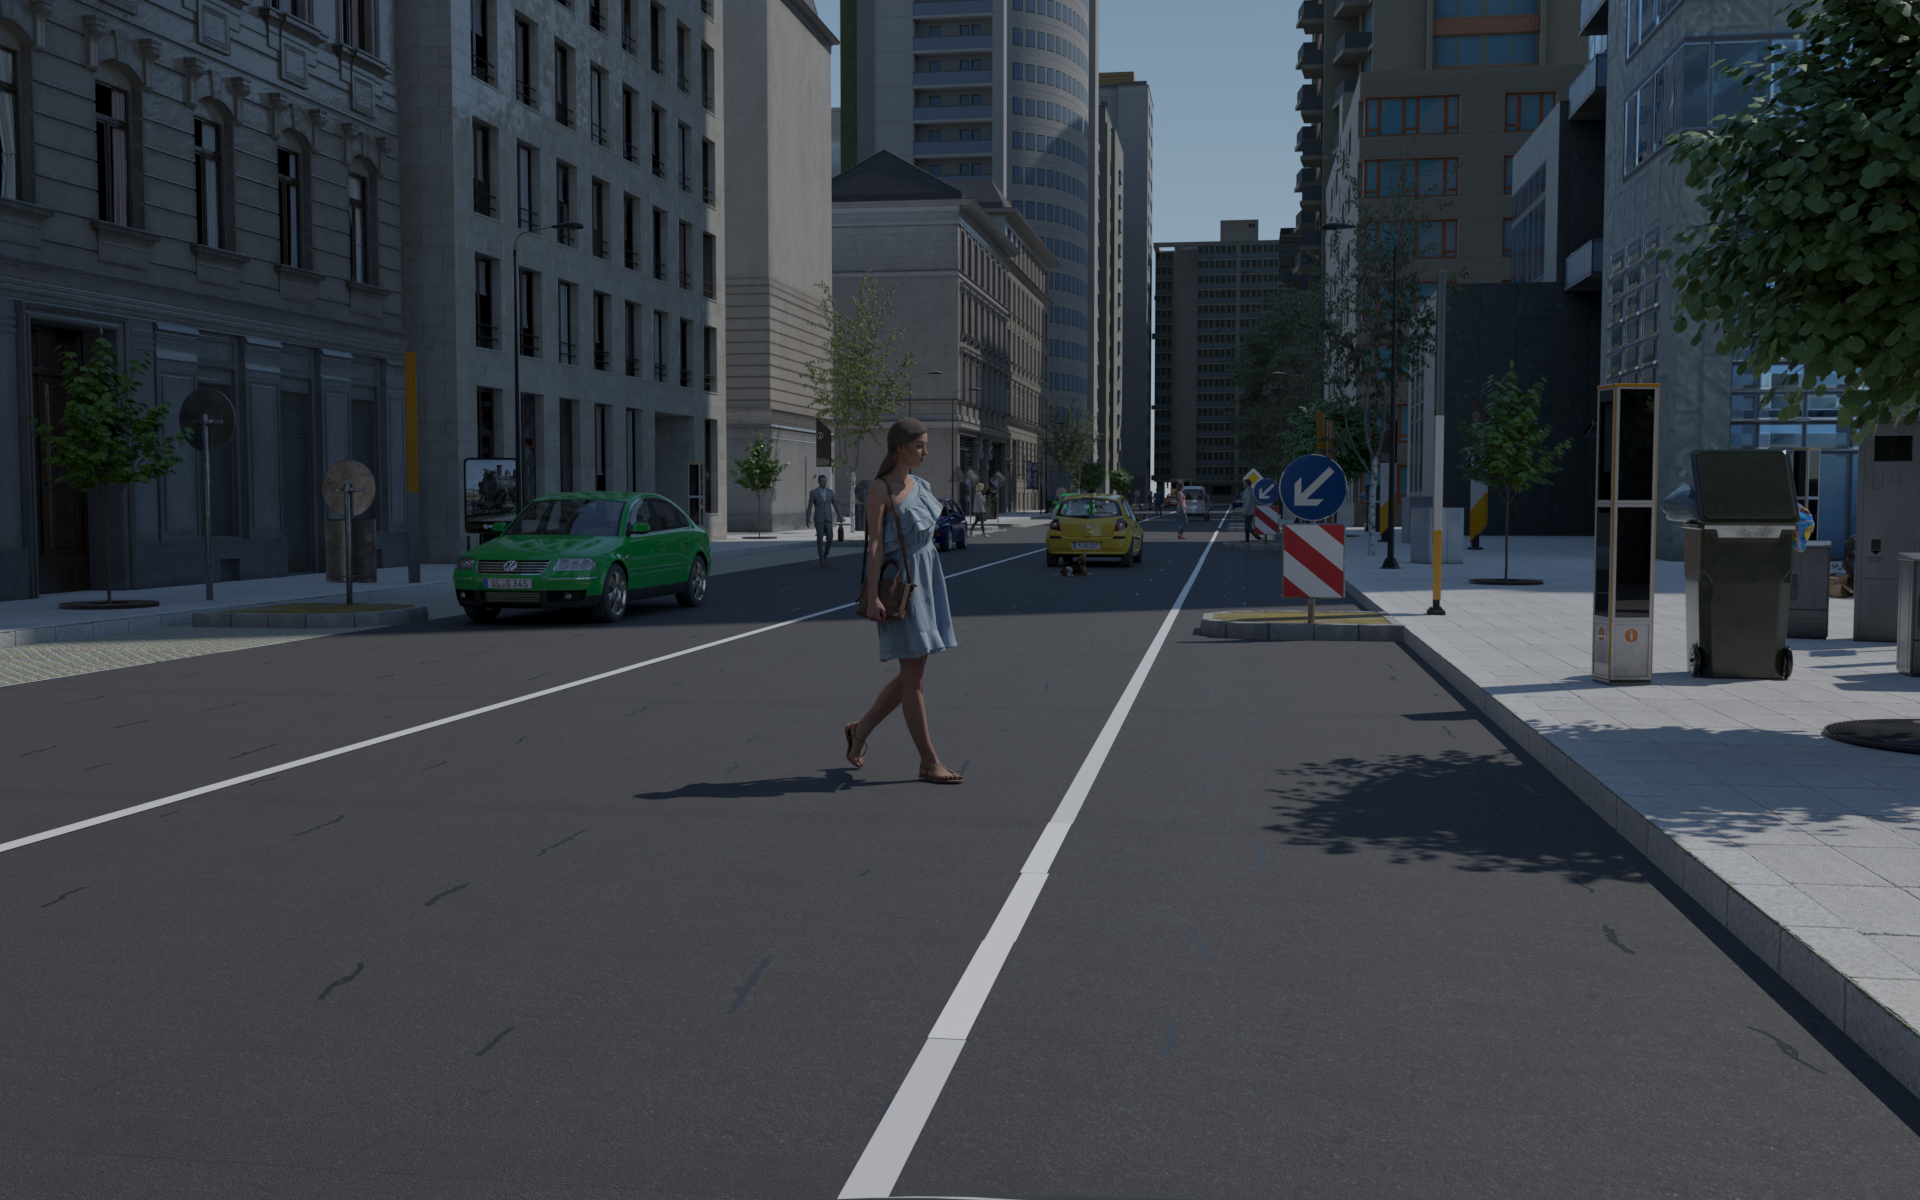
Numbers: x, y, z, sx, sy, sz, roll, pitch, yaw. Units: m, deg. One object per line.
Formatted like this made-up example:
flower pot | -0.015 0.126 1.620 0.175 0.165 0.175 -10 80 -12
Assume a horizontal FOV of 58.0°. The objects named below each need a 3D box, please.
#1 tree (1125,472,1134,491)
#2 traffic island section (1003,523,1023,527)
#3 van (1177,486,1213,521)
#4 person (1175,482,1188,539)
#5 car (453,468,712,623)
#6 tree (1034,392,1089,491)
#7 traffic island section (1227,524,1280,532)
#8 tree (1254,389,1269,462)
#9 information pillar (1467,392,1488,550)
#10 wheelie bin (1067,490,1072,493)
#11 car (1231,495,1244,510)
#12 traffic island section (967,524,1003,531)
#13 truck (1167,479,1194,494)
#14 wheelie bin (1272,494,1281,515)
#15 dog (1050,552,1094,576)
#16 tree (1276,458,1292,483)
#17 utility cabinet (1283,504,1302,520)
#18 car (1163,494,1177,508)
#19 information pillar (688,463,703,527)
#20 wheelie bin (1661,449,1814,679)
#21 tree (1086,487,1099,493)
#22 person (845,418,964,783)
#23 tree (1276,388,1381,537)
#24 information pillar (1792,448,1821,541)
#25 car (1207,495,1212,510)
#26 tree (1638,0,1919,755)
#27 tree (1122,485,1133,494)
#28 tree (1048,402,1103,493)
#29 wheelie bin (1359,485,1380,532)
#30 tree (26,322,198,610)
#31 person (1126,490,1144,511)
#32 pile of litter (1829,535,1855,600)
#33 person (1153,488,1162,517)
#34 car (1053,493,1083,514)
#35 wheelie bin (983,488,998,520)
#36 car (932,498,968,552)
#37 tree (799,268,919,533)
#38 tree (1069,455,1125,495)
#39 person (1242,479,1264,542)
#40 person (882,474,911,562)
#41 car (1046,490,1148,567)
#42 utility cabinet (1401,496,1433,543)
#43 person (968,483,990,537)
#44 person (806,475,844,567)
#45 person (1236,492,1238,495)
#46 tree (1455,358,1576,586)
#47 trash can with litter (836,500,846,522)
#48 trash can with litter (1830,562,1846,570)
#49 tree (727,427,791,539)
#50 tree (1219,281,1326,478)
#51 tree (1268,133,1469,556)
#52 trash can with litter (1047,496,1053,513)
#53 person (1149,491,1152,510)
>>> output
tree | 18.148 -13.136 198.480 4.285 4.588 4.351 0 3 0
traffic island section | 1.652 -3.284 75.976 2.009 0.180 2.903 1 4 9
van | 12.663 -5.310 93.826 2.013 2.044 4.112 1 4 10
person | 7.038 -2.844 55.003 0.388 1.821 0.555 -1 4 -16
car | -4.422 -0.735 20.815 1.959 1.807 4.718 1 4 10
tree | 7.377 -10.636 124.268 4.360 8.622 3.978 0 3 0
traffic island section | 11.243 -2.696 66.356 2.009 0.180 2.903 1 4 9
tree | 15.945 -8.061 82.158 4.360 8.622 3.978 0 3 0
information pillar | 11.914 -2.960 39.750 0.183 3.616 0.504 -2 4 -26
wheelie bin | 7.929 -7.261 126.630 0.693 1.594 0.980 1 4 20
car | 25.847 -8.959 159.055 1.945 1.354 3.894 0 4 7
traffic island section | 0.390 -2.802 68.091 2.009 0.180 2.903 1 4 9
truck | 28.188 -13.755 220.825 3.469 3.379 9.791 1 4 9
wheelie bin | 19.877 -6.160 108.626 0.693 1.594 0.980 1 4 22
dog | 1.966 -0.625 30.413 0.748 0.427 0.550 1 4 12
tree | 17.756 -5.992 92.574 1.663 3.219 1.824 0 3 0
utility cabinet | 16.600 -4.595 86.284 1.020 1.237 0.306 3 5 40
car | 22.102 -10.416 179.342 2.155 1.783 4.494 0 4 7
information pillar | -6.232 -2.223 40.840 0.304 2.012 0.304 0 4 4
wheelie bin | 5.451 -0.264 12.224 0.980 1.594 0.693 1 4 11
tree | 12.158 -10.012 158.294 1.663 3.219 1.824 0 3 0
person | -0.323 -0.006 8.699 0.778 1.811 0.616 3 4 37
tree | 11.271 -4.196 52.322 4.285 4.588 4.351 0 3 0
information pillar | 13.553 -1.425 27.790 0.304 2.012 0.304 -2 4 -26
car | 22.327 -9.025 159.554 2.014 1.417 4.499 1 4 10
tree | 5.265 -1.530 8.733 4.285 4.588 4.351 0 3 0
tree | 19.730 -12.848 204.670 1.663 3.219 1.824 0 3 0
tree | 9.206 -11.465 137.814 4.737 8.622 4.395 0 3 0
wheelie bin | 13.999 -3.108 58.719 0.980 1.594 0.693 0 4 1
tree | -9.705 -1.520 19.447 1.663 3.219 1.824 0 3 0
person | 14.617 -8.367 145.514 1.509 1.804 0.699 2 4 26
pile of litter | 11.067 -0.477 21.764 1.176 0.858 1.719 3 5 40
person | 12.656 -6.236 110.633 0.721 1.800 0.419 0 4 -2
car | 5.332 -4.395 80.650 1.959 1.807 4.718 0 4 7
wheelie bin | 1.562 -4.842 87.081 0.693 1.594 0.980 3 4 37
car | -0.881 -1.942 44.329 1.945 1.354 3.894 1 4 9
tree | -3.495 -6.547 57.413 4.737 8.622 4.395 0 3 0
tree | 10.692 -9.885 145.332 4.285 4.588 4.351 0 3 0
person | 7.876 -2.346 46.708 0.795 1.843 0.661 2 4 29
person | -1.014 -1.401 31.501 0.778 1.811 0.616 -1 4 -15
car | 2.803 -1.543 35.458 2.015 1.641 3.980 1 4 10
utility cabinet | 12.010 -2.098 45.462 1.020 1.237 0.306 -3 4 -39
person | 0.627 -3.008 57.867 0.728 1.800 0.709 0 4 -3
person | -2.669 -1.560 34.132 0.709 1.813 0.853 -2 4 -27
person | 35.161 -12.868 219.443 0.434 1.755 0.990 1 4 12
tree | 7.950 -1.842 24.717 1.663 3.219 1.824 0 3 0
trash can with litter | -5.655 -4.086 78.189 0.624 1.170 1.055 2 4 34
trash can with litter | 15.609 -1.152 29.889 2.233 1.210 1.678 -2 4 -32
tree | -5.815 -3.375 49.785 1.663 3.219 1.824 0 3 0
tree | 20.605 -12.113 104.699 9.857 13.997 8.962 0 3 0
tree | 8.617 -5.248 36.167 4.360 8.622 3.978 0 3 0
trash can with litter | 6.242 -6.627 119.735 0.624 1.170 1.055 -1 4 -16
person | 17.131 -8.936 155.527 0.530 1.710 0.541 2 4 33
